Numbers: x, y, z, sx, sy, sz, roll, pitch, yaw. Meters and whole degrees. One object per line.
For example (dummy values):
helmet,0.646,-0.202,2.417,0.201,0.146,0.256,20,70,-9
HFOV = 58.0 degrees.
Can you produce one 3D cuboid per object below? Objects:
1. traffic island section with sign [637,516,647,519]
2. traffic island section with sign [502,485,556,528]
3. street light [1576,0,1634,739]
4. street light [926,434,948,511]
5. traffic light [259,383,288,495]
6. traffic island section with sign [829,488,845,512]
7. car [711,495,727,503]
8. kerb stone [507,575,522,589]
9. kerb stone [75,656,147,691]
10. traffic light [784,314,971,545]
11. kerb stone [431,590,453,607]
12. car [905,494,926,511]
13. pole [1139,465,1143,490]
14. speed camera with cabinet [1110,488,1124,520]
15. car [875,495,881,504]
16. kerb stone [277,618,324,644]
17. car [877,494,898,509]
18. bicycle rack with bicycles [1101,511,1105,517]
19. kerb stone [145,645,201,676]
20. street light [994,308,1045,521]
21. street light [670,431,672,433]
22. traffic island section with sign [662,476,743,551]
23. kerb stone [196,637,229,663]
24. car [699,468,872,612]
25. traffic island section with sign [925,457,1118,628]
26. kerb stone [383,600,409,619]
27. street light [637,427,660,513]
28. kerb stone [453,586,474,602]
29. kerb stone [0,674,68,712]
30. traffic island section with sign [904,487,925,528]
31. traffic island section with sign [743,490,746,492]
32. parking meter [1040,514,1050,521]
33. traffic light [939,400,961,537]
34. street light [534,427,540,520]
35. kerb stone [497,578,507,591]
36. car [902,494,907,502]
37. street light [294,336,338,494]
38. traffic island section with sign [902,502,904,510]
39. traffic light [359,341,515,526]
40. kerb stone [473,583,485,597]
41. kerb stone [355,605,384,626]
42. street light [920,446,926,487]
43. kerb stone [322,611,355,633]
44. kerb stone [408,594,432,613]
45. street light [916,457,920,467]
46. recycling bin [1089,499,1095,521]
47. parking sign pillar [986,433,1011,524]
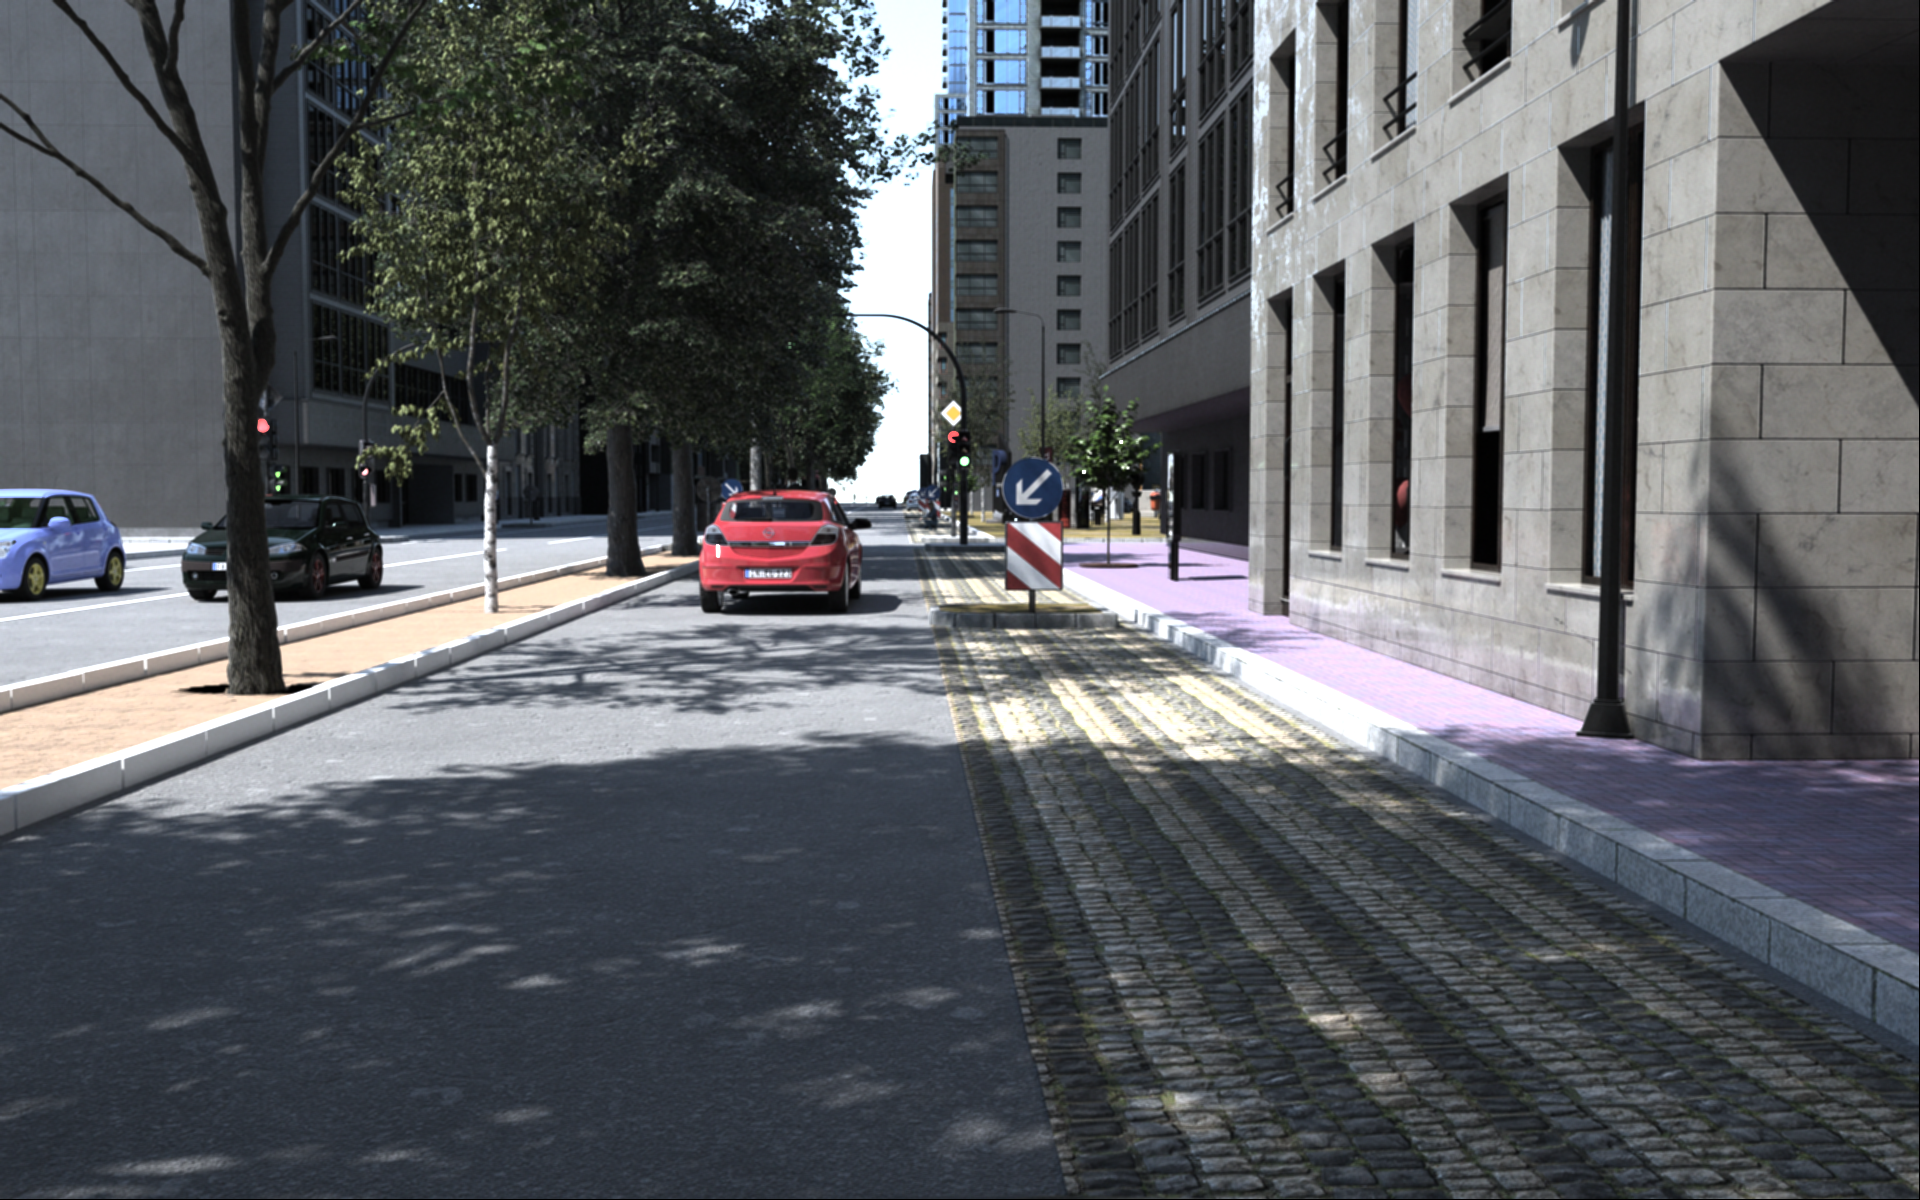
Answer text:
traffic island section with sign,-19.371,-5.662,101.205,1.989,1.847,2.006,0,4,-2
traffic island section with sign,-18.407,-4.006,74.124,1.989,1.847,2.006,0,4,-2
street light,2.907,-2.232,9.037,1.470,5.913,1.316,0,4,-2
street light,-1.678,-9.907,134.519,1.470,5.913,1.316,0,4,-2
traffic light,-17.279,-3.324,43.262,0.839,4.253,0.868,0,4,-2
traffic island section with sign,-9.374,-7.240,126.507,2.006,1.907,1.989,0,4,-2
car,-10.365,-4.011,77.577,2.014,1.417,4.499,0,4,-1
kerb stone,-6.866,-0.251,26.300,0.120,0.150,1.000,0,4,-2
kerb stone,-6.396,0.565,12.989,0.120,0.150,1.000,0,4,-2
traffic light,-2.017,-4.221,43.675,4.771,5.953,1.251,0,4,-2
kerb stone,-6.718,0.000,22.206,0.120,0.150,1.000,0,4,-2
car,-3.530,-8.040,143.451,2.014,1.417,4.499,0,4,-3
pole,10.624,-6.599,101.739,0.158,3.312,0.155,0,3,0
speed camera with cabinet,7.763,-5.648,86.682,0.660,3.252,2.038,1,4,15
car,-11.325,-14.523,250.024,1.945,1.354,3.894,0,4,-3
kerb stone,-6.528,0.318,17.094,0.120,0.150,1.000,0,4,-2
car,-7.095,-9.768,169.500,2.009,1.686,4.222,0,4,-2
bicycle rack with bicycles,7.032,-4.986,94.900,2.852,0.926,2.925,-2,4,-35
kerb stone,-6.427,0.500,14.023,0.120,0.150,1.000,0,4,-2
street light,1.542,-4.340,43.494,1.470,5.913,1.316,0,4,-2
street light,-21.760,-9.483,127.590,1.470,5.913,1.316,0,4,-2
traffic island section with sign,-6.454,-2.194,44.013,2.006,1.907,1.989,0,4,-2
kerb stone,-6.465,0.437,15.044,0.120,0.150,1.000,0,4,-2
car,-2.247,-0.820,22.448,2.155,1.783,4.494,0,3,0
traffic island section with sign,0.650,-0.653,19.304,1.989,1.847,2.006,0,4,-2
kerb stone,-6.646,0.125,20.163,0.120,0.150,1.000,0,4,-2
street light,-21.468,-8.949,118.855,1.470,5.913,1.316,0,4,-2
kerb stone,-6.744,-0.061,23.235,0.120,0.150,1.000,0,4,-2
kerb stone,-6.352,0.632,11.960,0.120,0.150,1.000,0,4,-2
traffic island section with sign,-1.268,-3.980,73.703,1.989,1.847,2.006,0,4,-2
traffic island section with sign,-22.107,-10.378,178.312,1.989,1.847,2.006,0,4,-2
parking meter,2.747,-3.072,55.938,0.255,1.863,0.399,0,4,-5
traffic light,-0.212,-3.850,51.870,0.839,4.253,0.868,0,4,-2
street light,-20.263,-6.876,84.968,1.470,5.913,1.316,0,4,-2
kerb stone,-6.821,-0.189,25.278,0.120,0.150,1.000,0,4,-2
car,-7.918,-15.704,266.982,2.015,1.641,3.980,0,4,-3
street light,-18.998,-4.804,51.083,1.470,5.913,1.316,0,4,-2
traffic island section with sign,-2.226,-5.628,100.641,1.989,1.847,2.006,0,4,-2
traffic light,-15.474,-4.690,51.351,4.771,5.953,1.251,0,4,-2
kerb stone,-6.791,-0.123,24.256,0.120,0.150,1.000,0,4,-2
kerb stone,-6.608,0.188,19.141,0.120,0.150,1.000,0,4,-2
street light,-2.898,-12.012,168.932,1.470,5.913,1.316,0,4,-2
kerb stone,-6.571,0.249,18.120,0.120,0.150,1.000,0,4,-2
kerb stone,-6.683,0.067,21.185,0.120,0.150,1.000,0,4,-2
street light,-4.095,-14.107,203.190,1.470,5.913,1.316,0,4,-2
recycling bin,6.146,-4.320,83.188,0.722,1.027,0.722,1,4,13
parking sign pillar,1.844,-5.350,75.946,1.447,3.967,1.447,-1,4,-18
